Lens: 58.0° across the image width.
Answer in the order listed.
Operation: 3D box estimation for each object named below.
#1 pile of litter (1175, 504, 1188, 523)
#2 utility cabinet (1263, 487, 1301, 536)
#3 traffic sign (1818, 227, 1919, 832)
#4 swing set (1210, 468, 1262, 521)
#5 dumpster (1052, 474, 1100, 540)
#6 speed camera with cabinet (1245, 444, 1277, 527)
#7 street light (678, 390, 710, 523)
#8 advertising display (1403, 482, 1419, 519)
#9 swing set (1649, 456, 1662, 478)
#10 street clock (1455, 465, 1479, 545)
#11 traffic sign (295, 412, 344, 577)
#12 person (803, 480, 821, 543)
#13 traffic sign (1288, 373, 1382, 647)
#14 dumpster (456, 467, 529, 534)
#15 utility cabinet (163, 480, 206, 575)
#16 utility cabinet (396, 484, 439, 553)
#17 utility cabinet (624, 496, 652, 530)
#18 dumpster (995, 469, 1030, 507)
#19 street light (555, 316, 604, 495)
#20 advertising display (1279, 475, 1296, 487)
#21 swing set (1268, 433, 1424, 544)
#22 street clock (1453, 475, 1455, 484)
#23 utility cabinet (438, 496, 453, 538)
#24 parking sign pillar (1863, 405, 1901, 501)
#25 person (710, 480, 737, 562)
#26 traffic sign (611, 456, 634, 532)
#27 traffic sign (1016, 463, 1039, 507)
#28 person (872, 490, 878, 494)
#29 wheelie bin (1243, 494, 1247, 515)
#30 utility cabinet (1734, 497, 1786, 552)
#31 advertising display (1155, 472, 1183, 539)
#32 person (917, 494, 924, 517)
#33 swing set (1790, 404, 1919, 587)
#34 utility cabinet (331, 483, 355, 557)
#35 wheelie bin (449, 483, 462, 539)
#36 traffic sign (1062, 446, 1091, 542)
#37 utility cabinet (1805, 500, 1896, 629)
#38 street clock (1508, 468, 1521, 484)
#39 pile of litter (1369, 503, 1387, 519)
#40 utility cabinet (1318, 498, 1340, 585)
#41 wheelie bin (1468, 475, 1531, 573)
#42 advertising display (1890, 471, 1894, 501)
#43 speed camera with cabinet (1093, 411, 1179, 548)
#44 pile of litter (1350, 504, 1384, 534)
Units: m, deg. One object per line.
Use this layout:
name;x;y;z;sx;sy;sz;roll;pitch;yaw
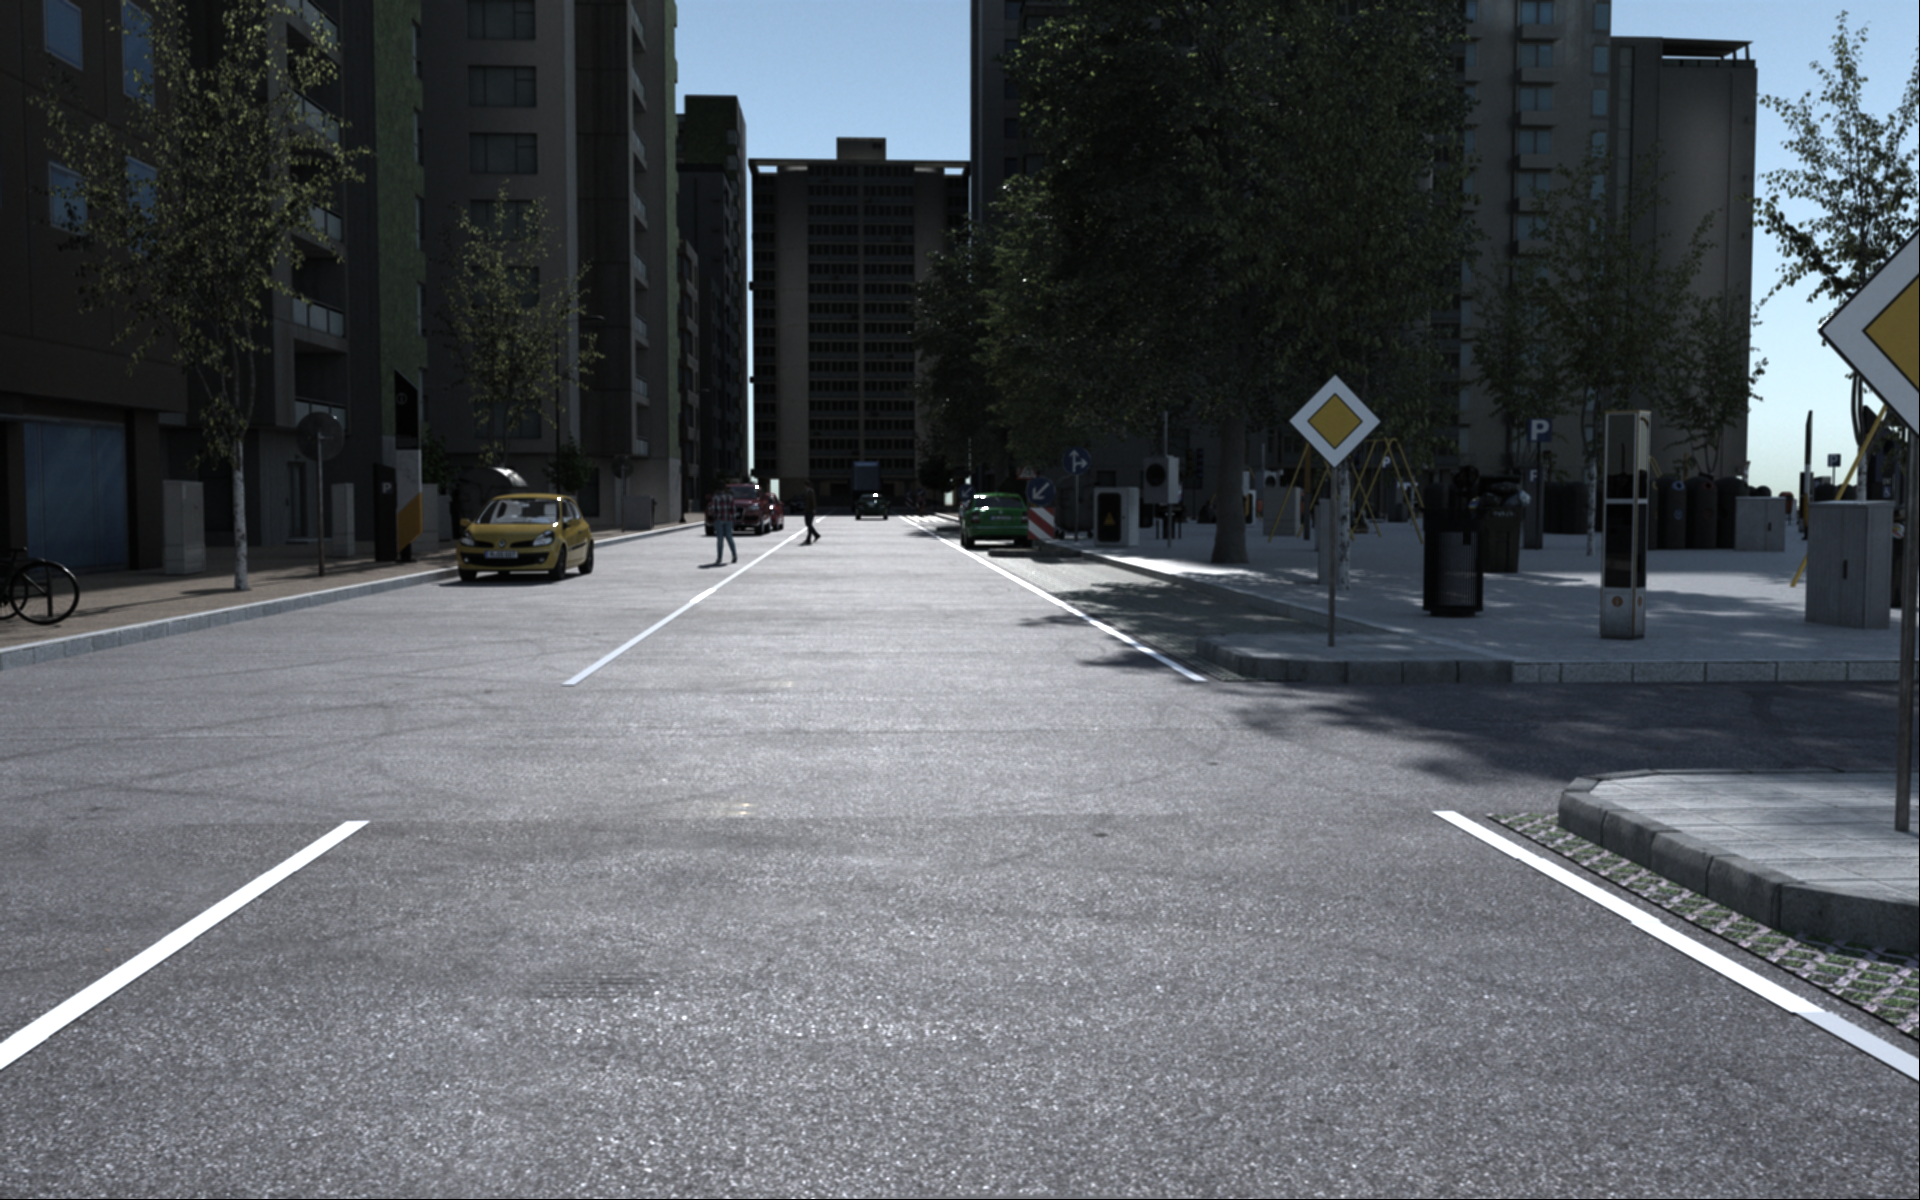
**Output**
pile of litter;9.763;-3.926;78.161;1.176;0.858;1.719;1;4;19
utility cabinet;9.881;-2.719;53.140;1.173;1.500;0.318;3;5;45
traffic sign;3.587;-0.177;6.538;0.795;2.450;0.064;0;4;-3
swing set;12.827;-5.043;80.072;2.862;2.851;3.119;0;4;-2
dumpster;3.332;-2.670;49.405;1.264;1.857;1.865;0;4;-3
speed camera with cabinet;11.391;-4.471;67.429;2.038;3.252;0.660;-2;4;-32
street light;-11.839;-6.399;77.158;1.470;5.913;1.316;0;4;-3
advertising display;23.255;-5.164;89.651;0.974;1.923;0.123;0;4;-7
swing set;28.181;-4.488;71.001;2.862;2.851;3.119;2;4;25
street clock;12.829;-2.395;43.728;0.471;2.002;0.358;0;4;8
traffic sign;-9.919;-1.635;26.838;0.768;2.556;0.104;0;4;2
person;-4.452;-2.629;51.393;0.656;1.842;0.836;2;4;34
traffic sign;3.122;-0.665;14.510;0.795;2.450;0.064;0;4;-3
dumpster;-10.224;-1.964;37.872;1.264;1.857;1.865;0;4;-3
utility cabinet;-12.382;-1.162;27.681;0.318;1.500;1.173;-1;4;-9
utility cabinet;-11.842;-1.747;37.237;1.173;1.500;0.318;-2;4;-29
utility cabinet;-11.609;-3.126;62.274;1.020;1.237;0.306;0;4;-2
dumpster;2.156;-3.967;67.348;1.502;2.255;1.985;0;4;-3
street light;-9.992;-4.455;45.386;1.470;5.913;1.316;0;4;-3
advertising display;10.946;-3.221;57.870;0.123;1.923;0.974;-1;4;-17
swing set;10.139;-2.912;45.238;2.862;2.851;3.119;-2;4;-25
street clock;16.851;-3.290;58.357;0.471;2.002;0.358;0;4;4
utility cabinet;-15.069;-2.415;50.649;1.020;1.237;0.306;-1;4;-23
parking sign pillar;28.148;-3.940;52.891;1.447;3.967;1.447;-2;4;-23
person;-4.976;-1.657;36.428;0.563;1.720;0.643;-2;4;-27
traffic sign;-11.291;-3.540;57.977;0.768;2.556;0.104;0;4;0
traffic sign;2.479;-3.876;63.384;0.884;2.594;0.081;0;4;2
person;-5.902;-6.903;122.171;0.445;1.727;0.742;1;4;17
wheelie bin;8.756;-2.883;55.038;0.693;1.594;0.980;1;4;11
utility cabinet;17.946;-1.694;38.860;1.020;1.237;0.306;1;4;20
advertising display;5.965;-2.704;49.432;0.974;1.923;0.123;-2;4;-35
person;-2.438;-5.913;108.415;0.421;1.427;0.697;1;4;13
swing set;12.770;-1.506;22.238;2.862;2.851;3.119;0;4;5
utility cabinet;-12.577;-1.627;35.278;0.318;1.500;1.173;-1;4;-13
wheelie bin;-14.046;-2.520;49.116;0.980;1.594;0.693;2;4;34
traffic sign;3.122;-2.834;46.442;0.768;2.556;0.104;0;4;5
utility cabinet;8.669;-0.352;16.918;0.306;1.237;1.020;0;4;-3
street clock;15.216;-2.631;47.592;0.358;2.002;0.471;0;4;-1
pile of litter;21.023;-4.588;88.979;1.719;0.858;1.176;2;4;23
utility cabinet;5.311;-0.837;24.847;0.306;1.237;1.020;1;4;13
wheelie bin;8.851;-1.251;28.356;0.980;1.594;0.693;0;4;4
advertising display;26.534;-2.639;48.369;0.974;1.923;0.123;1;4;18
speed camera with cabinet;4.225;-2.895;41.676;2.038;3.252;0.660;2;4;34
pile of litter;12.850;-2.611;56.659;1.719;0.858;1.176;0;4;2
